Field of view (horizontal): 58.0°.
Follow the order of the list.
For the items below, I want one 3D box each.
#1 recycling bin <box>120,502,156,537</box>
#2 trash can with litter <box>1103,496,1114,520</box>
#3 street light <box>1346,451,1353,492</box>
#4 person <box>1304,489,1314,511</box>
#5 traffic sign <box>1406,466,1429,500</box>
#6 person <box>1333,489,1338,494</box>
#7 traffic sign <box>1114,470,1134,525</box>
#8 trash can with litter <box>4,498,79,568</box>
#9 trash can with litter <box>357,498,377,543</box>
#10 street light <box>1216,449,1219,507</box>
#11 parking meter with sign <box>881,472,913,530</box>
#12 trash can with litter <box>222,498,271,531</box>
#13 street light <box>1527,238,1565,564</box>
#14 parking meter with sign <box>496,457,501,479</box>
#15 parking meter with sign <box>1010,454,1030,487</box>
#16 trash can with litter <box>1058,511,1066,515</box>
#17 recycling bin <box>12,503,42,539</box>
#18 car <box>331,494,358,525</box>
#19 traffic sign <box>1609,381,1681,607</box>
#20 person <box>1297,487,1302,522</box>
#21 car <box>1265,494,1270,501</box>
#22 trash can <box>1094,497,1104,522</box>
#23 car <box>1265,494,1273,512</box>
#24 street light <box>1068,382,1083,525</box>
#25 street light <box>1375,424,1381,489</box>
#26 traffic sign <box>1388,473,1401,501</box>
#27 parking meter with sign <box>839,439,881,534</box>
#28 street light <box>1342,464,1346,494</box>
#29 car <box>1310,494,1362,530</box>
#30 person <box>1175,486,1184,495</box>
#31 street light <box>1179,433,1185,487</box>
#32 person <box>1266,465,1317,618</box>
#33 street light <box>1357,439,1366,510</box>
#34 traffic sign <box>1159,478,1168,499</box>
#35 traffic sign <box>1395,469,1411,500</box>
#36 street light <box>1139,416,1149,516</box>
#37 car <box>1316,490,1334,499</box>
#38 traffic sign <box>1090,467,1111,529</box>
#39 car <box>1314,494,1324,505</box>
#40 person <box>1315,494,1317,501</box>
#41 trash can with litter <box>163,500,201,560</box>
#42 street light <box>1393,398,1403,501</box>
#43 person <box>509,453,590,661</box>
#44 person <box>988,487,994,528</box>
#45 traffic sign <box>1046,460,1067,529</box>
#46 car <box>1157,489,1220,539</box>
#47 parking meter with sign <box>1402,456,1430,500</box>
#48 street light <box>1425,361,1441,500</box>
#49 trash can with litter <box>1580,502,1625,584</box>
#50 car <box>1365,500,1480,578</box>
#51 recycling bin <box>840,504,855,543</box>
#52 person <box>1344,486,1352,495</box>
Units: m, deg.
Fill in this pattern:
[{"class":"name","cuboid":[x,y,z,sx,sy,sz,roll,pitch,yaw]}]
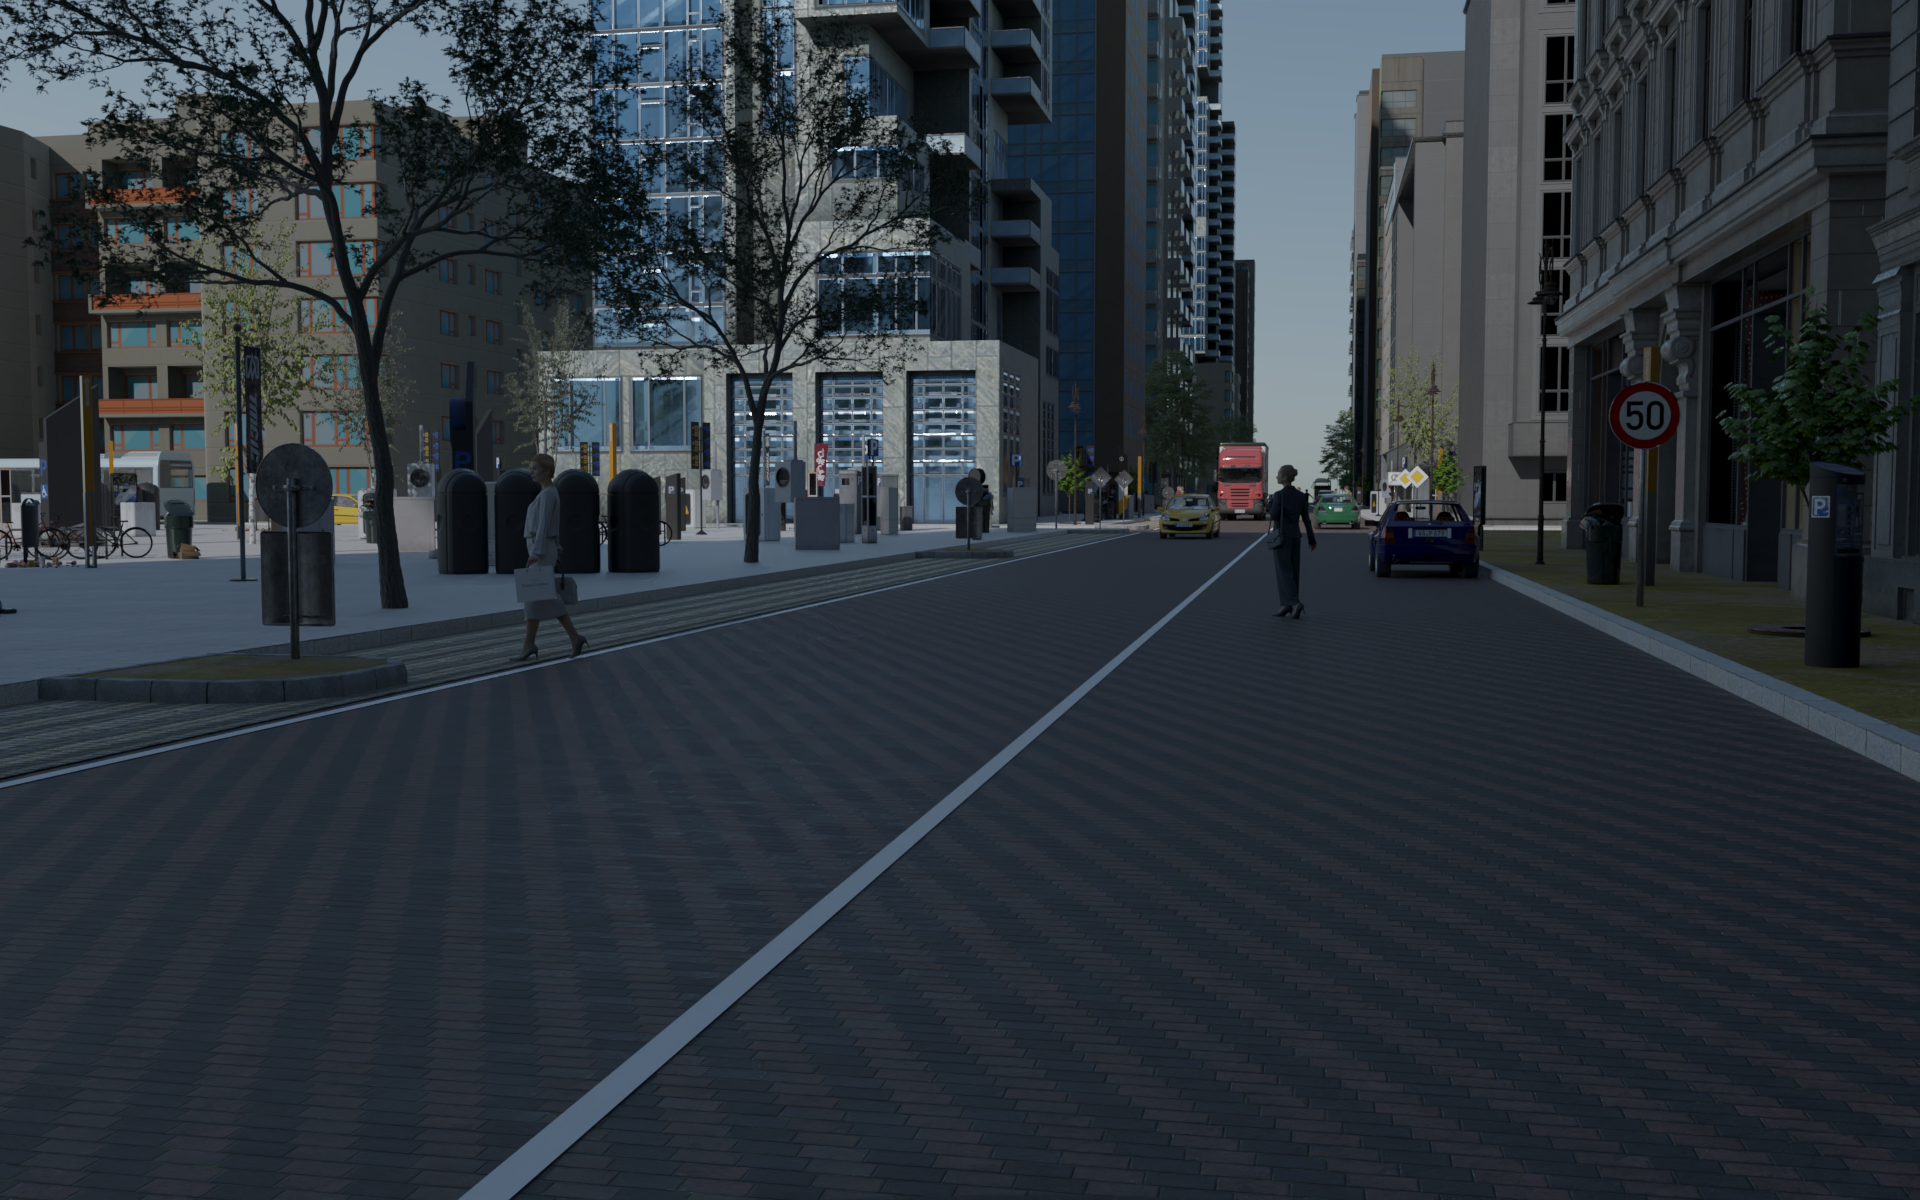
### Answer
[{"class":"recycling bin","cuboid":[-24.782,-2.427,52.235,0.722,1.027,0.722,2,4,34]},{"class":"trash can with litter","cuboid":[7.391,-4.625,87.010,0.624,1.170,1.055,0,4,-5]},{"class":"street light","cuboid":[42.431,-13.158,187.917,0.468,5.910,1.993,1,4,11]},{"class":"person","cuboid":[30.159,-8.723,150.751,1.348,1.869,0.705,0,4,-1]},{"class":"traffic sign","cuboid":[16.094,-3.509,61.022,0.795,2.450,0.064,1,4,11]},{"class":"person","cuboid":[28.503,-7.528,131.391,0.447,1.846,0.655,0,4,4]},{"class":"traffic sign","cuboid":[6.726,-4.126,71.097,0.795,2.450,0.064,1,4,11]},{"class":"trash can with litter","cuboid":[-16.369,-1.219,30.986,1.678,1.210,2.233,0,4,-8]},{"class":"trash can with litter","cuboid":[-15.229,-2.068,45.207,0.624,1.170,1.055,0,4,3]},{"class":"street light","cuboid":[26.232,-12.461,176.532,0.468,5.910,1.993,1,4,11]},{"class":"parking meter with sign","cuboid":[-2.521,-3.945,60.763,1.738,3.016,0.543,-2,4,-28]},{"class":"trash can with litter","cuboid":[-24.490,-3.000,60.112,2.233,1.210,1.678,1,4,14]},{"class":"street light","cuboid":[10.607,-3.591,31.495,0.468,5.910,1.993,1,4,11]},{"class":"parking meter with sign","cuboid":[-20.942,-5.232,81.804,1.738,3.016,0.543,-2,4,-30]},{"class":"parking meter with sign","cuboid":[2.764,-4.837,75.343,0.543,3.016,1.738,2,4,24]},{"class":"trash can with litter","cuboid":[5.408,-5.853,106.761,2.233,1.210,1.678,2,4,32]},{"class":"recycling bin","cuboid":[-26.465,-2.250,49.341,0.722,1.027,0.722,0,4,2]},{"class":"car","cuboid":[-25.796,-3.890,73.828,3.980,1.641,2.015,1,4,12]},{"class":"traffic sign","cuboid":[7.760,-1.198,19.691,0.768,2.556,0.104,1,4,14]},{"class":"person","cuboid":[17.490,-4.962,89.835,0.583,1.804,0.606,1,4,9]},{"class":"car","cuboid":[28.210,-9.024,157.767,2.015,1.641,3.980,1,4,10]},{"class":"trash can","cuboid":[6.188,-4.110,78.850,0.748,1.137,0.748,0,3,0]},{"class":"car","cuboid":[25.743,-8.021,140.178,2.155,1.783,4.494,1,4,13]},{"class":"street light","cuboid":[4.775,-6.048,71.671,0.468,5.910,1.993,1,4,11]},{"class":"street light","cuboid":[27.181,-8.547,112.534,0.468,5.910,1.993,1,4,11]},{"class":"traffic sign","cuboid":[20.303,-4.820,80.931,0.606,2.300,0.079,1,4,13]},{"class":"parking meter with sign","cuboid":[-3.472,-3.605,55.202,1.738,3.016,0.543,2,4,29]},{"class":"street light","cuboid":[48.322,-14.934,216.956,0.468,5.910,1.993,1,4,11]},{"class":"car","cuboid":[15.558,-3.655,71.555,2.131,1.459,4.920,1,4,11]},{"class":"person","cuboid":[11.246,-4.890,88.419,0.573,1.828,0.580,-3,5,-43]},{"class":"street light","cuboid":[16.694,-9.627,130.183,0.468,5.910,1.993,1,4,11]},{"class":"person","cuboid":[3.854,-0.684,20.106,0.534,1.772,0.576,3,4,36]},{"class":"street light","cuboid":[33.027,-10.351,142.025,0.468,5.910,1.993,1,4,11]},{"class":"traffic sign","cuboid":[12.835,-6.555,109.303,0.606,2.300,0.079,1,4,19]},{"class":"traffic sign","cuboid":[17.691,-3.988,68.847,0.795,2.450,0.064,1,4,11]},{"class":"street light","cuboid":[10.680,-7.824,100.707,0.468,5.910,1.993,1,4,11]},{"class":"car","cuboid":[37.733,-10.366,178.150,2.281,1.827,5.304,1,4,13]},{"class":"traffic sign","cuboid":[5.129,-3.647,63.273,0.795,2.450,0.064,1,4,11]},{"class":"car","cuboid":[34.589,-9.307,164.171,2.014,1.417,4.499,1,4,11]},{"class":"person","cuboid":[43.066,-12.082,209.265,0.599,1.433,0.991,-1,4,-10]},{"class":"trash can with litter","cuboid":[-15.325,-1.401,34.295,0.624,1.170,1.055,-3,5,-45]},{"class":"street light","cuboid":[21.111,-6.773,83.531,0.468,5.910,1.993,1,4,11]},{"class":"person","cuboid":[-3.536,-0.369,14.883,0.624,1.780,0.694,0,4,3]},{"class":"person","cuboid":[1.080,-3.757,70.023,0.694,1.812,0.767,-2,4,-33]},{"class":"traffic sign","cuboid":[3.570,-3.920,64.196,0.768,2.556,0.104,1,4,14]},{"class":"car","cuboid":[7.519,-2.834,56.557,2.015,1.641,3.980,1,4,13]},{"class":"parking meter with sign","cuboid":[21.477,-5.156,80.563,1.738,3.016,0.543,0,4,-2]},{"class":"street light","cuboid":[16.500,-5.367,60.533,0.468,5.910,1.993,1,4,11]},{"class":"trash can with litter","cuboid":[9.159,-0.823,24.843,0.624,1.170,1.055,1,4,13]},{"class":"car","cuboid":[8.268,-1.129,31.047,1.945,1.354,3.894,1,4,11]},{"class":"recycling bin","cuboid":[-3.223,-2.030,45.738,0.722,1.027,0.722,1,4,15]},{"class":"person","cuboid":[19.229,-4.738,85.884,0.656,1.842,0.836,3,5,39]}]
